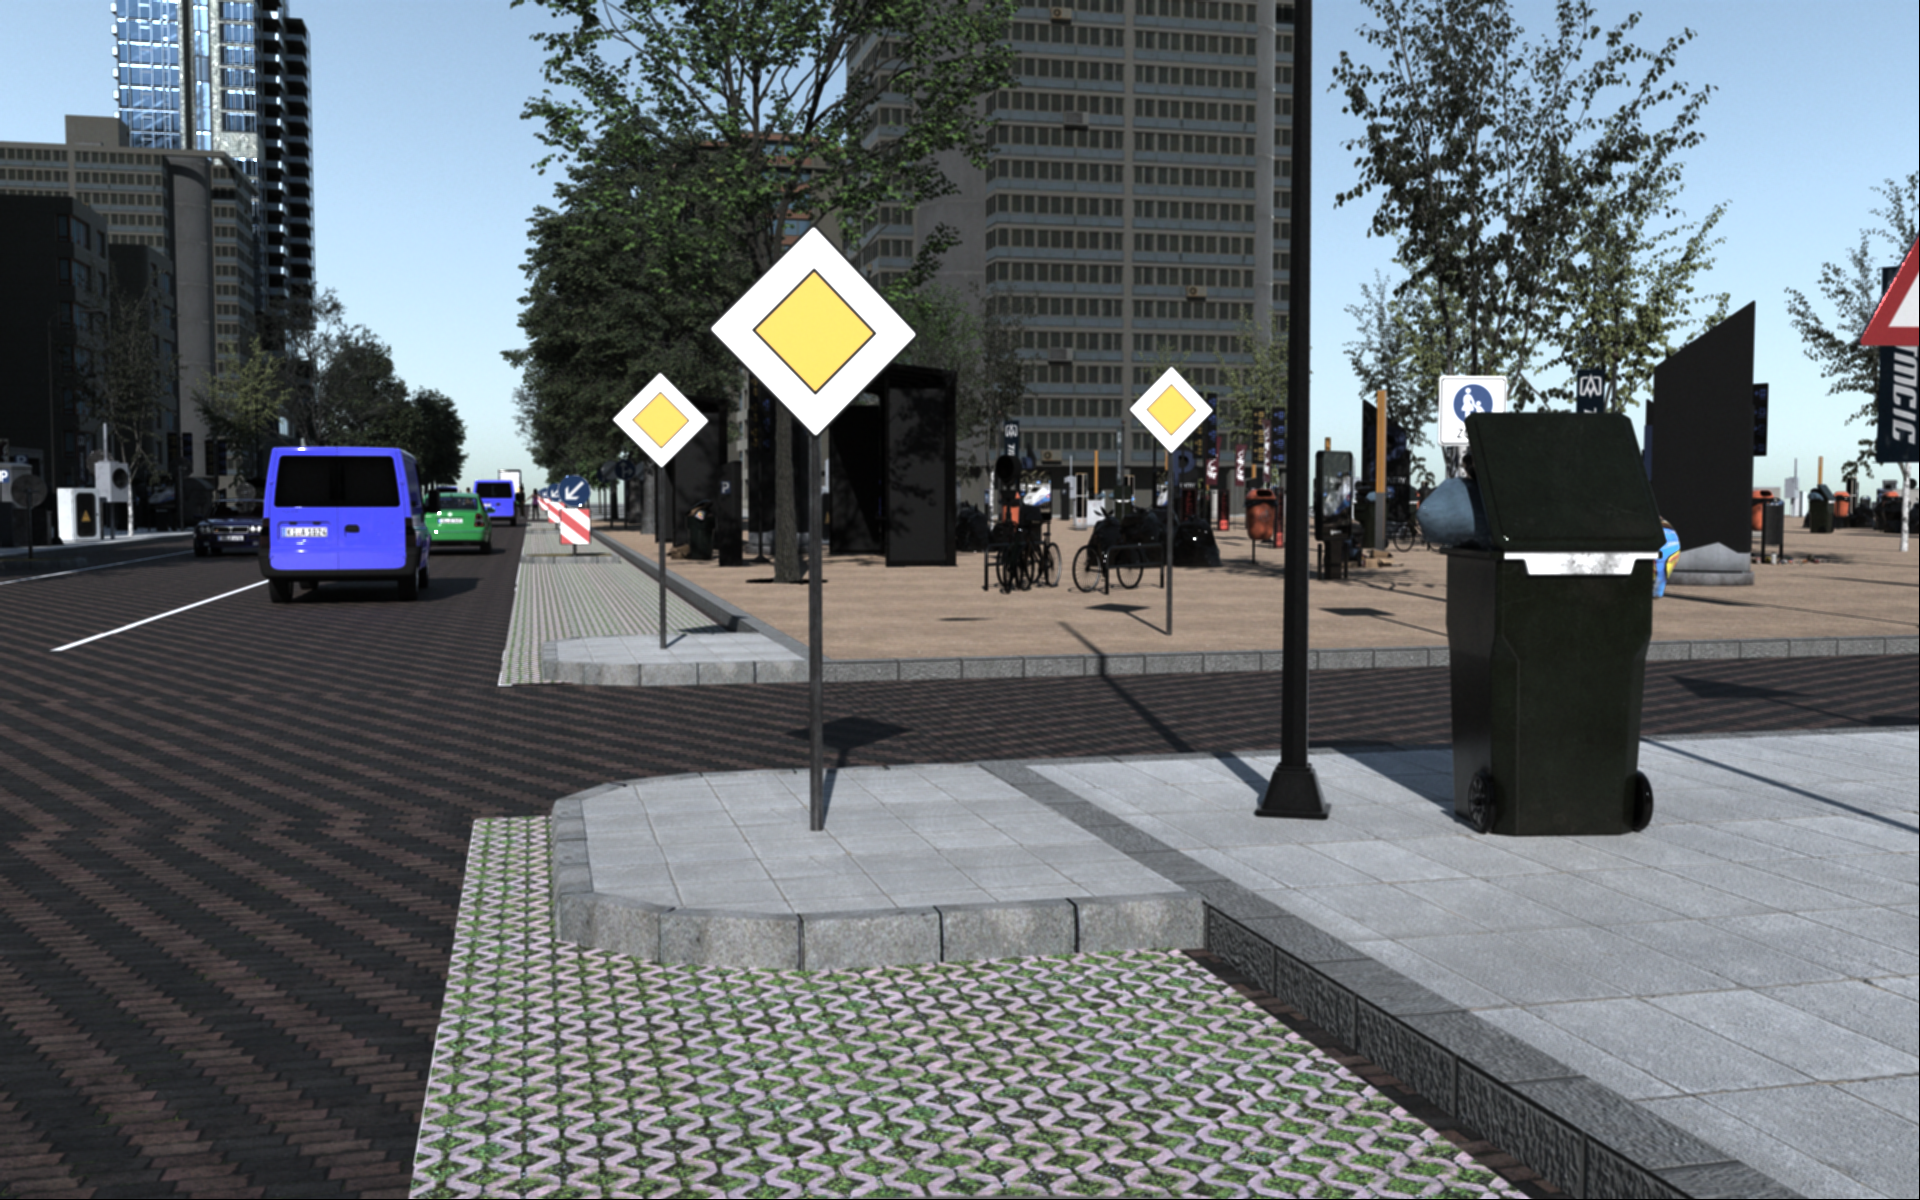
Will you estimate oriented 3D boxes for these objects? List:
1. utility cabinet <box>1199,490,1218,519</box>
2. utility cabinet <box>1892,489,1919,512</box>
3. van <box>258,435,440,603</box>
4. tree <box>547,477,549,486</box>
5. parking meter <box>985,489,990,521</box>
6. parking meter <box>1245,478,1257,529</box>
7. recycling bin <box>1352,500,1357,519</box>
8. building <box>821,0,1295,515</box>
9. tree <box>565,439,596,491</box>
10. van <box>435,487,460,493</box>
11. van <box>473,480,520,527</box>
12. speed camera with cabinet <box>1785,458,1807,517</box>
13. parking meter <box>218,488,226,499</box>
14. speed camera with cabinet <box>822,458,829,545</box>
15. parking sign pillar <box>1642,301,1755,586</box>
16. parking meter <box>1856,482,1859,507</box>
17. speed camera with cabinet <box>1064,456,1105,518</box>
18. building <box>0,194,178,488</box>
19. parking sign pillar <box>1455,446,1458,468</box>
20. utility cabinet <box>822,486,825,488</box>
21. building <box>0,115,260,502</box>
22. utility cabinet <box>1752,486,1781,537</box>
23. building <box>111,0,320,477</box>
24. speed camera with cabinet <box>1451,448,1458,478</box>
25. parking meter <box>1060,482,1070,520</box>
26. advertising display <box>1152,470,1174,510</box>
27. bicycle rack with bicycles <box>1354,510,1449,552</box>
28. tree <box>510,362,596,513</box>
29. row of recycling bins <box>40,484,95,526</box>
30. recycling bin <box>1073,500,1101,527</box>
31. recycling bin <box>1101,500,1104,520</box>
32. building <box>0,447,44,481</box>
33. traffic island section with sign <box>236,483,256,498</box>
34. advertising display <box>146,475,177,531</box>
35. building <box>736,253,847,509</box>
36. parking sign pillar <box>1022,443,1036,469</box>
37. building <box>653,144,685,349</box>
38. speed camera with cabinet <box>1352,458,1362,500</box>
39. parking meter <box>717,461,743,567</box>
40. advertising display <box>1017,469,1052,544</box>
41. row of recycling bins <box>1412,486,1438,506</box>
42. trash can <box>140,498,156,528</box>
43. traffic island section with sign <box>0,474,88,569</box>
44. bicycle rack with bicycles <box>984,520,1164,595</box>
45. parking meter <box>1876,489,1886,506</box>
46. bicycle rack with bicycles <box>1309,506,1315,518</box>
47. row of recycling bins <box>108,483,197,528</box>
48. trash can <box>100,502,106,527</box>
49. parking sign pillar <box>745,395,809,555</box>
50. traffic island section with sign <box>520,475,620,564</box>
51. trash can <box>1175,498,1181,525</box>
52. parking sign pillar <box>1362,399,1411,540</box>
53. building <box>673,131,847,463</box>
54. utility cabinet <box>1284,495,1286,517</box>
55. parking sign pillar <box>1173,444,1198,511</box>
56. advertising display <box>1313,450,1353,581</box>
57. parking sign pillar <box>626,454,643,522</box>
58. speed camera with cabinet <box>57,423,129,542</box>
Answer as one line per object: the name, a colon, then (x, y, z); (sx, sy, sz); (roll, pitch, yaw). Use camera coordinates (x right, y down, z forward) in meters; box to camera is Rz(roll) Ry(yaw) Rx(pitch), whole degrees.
utility cabinet: (12.786, -4.930, 89.285); (0.318, 1.500, 1.173); (-2, 4, -32)
utility cabinet: (41.770, -4.138, 76.341); (1.173, 1.500, 0.318); (3, 5, 42)
van: (-8.605, -1.236, 24.593); (2.240, 2.365, 5.245); (-1, 4, -15)
tree: (-45.671, -13.136, 198.484); (4.285, 4.588, 4.351); (0, 3, 0)
parking meter: (1.356, -4.498, 81.946); (0.372, 1.533, 0.369); (0, 3, 0)
parking meter: (10.600, -3.508, 63.072); (0.399, 1.863, 0.255); (-1, 4, -21)
recycling bin: (16.310, -3.608, 71.542); (0.722, 1.027, 0.722); (-1, 4, -10)
building: (5.639, -25.873, 114.901); (32.217, 40.220, 23.993); (-1, 4, -14)
tree: (-33.307, -12.391, 152.954); (4.360, 8.622, 3.978); (0, 3, 0)
van: (-41.193, -8.240, 139.116); (2.240, 2.365, 5.245); (-1, 4, -13)
van: (-20.813, -4.466, 77.410); (2.240, 2.365, 5.245); (-1, 4, -15)
speed camera with cabinet: (46.474, -6.236, 96.288); (0.660, 3.252, 2.038); (3, 5, 43)
parking meter: (-31.633, -4.026, 74.229); (0.372, 1.533, 0.369); (0, 3, 0)
speed camera with cabinet: (-3.367, -3.049, 44.189); (0.660, 3.252, 2.038); (1, 4, 23)
parking sign pillar: (10.589, -2.215, 24.695); (1.447, 3.967, 1.447); (2, 4, 31)
parking meter: (43.521, -4.809, 84.344); (0.399, 1.863, 0.255); (-2, 4, -35)
speed camera with cabinet: (6.418, -5.798, 89.138); (2.038, 3.252, 0.660); (1, 4, 20)
building: (-68.395, -16.308, 111.682); (27.650, 21.520, 28.899); (-1, 4, -14)
parking sign pillar: (21.678, -5.222, 73.844); (1.447, 3.967, 1.447); (-1, 4, -9)
utility cabinet: (-3.744, -2.342, 46.964); (1.173, 1.500, 0.318); (-2, 4, -24)
building: (-88.482, -30.031, 182.889); (32.217, 40.220, 23.993); (-1, 4, -14)
utility cabinet: (23.302, -2.565, 50.612); (1.173, 1.500, 0.318); (2, 4, 30)
building: (-89.526, -54.851, 209.485); (22.319, 86.520, 31.000); (-1, 4, -14)
speed camera with cabinet: (18.136, -4.138, 61.999); (0.660, 3.252, 2.038); (-1, 4, -10)
parking meter: (5.141, -4.835, 84.765); (0.399, 1.863, 0.255); (2, 4, 31)
advertising display: (5.488, -2.542, 46.771); (0.123, 1.923, 0.974); (3, 4, 37)
bicycle rack with bicycles: (10.740, -1.513, 38.112); (2.925, 0.926, 2.852); (-3, 4, -38)
tree: (-26.120, -12.768, 119.122); (12.009, 13.543, 11.850); (0, 3, 0)
row of recycling bins: (-35.745, -3.778, 68.885); (3.534, 1.692, 1.069); (0, 4, 7)
recycling bin: (4.931, -3.397, 68.087); (0.722, 1.027, 0.722); (-2, 4, -28)
recycling bin: (5.792, -3.754, 73.935); (0.722, 1.027, 0.722); (0, 4, 3)
building: (-59.461, -39.673, 86.909); (20.563, 71.187, 20.611); (-1, 4, -14)
traffic island section with sign: (-24.753, -3.144, 60.035); (1.989, 1.847, 2.006); (-1, 4, -14)
advertising display: (-27.525, -3.333, 59.716); (0.974, 1.923, 0.123); (-1, 4, -10)
building: (-2.652, -18.078, 140.619); (27.650, 21.520, 28.899); (-1, 4, -14)
parking sign pillar: (3.614, -6.244, 90.565); (1.447, 3.967, 1.447); (-1, 4, -13)
building: (-30.784, -37.536, 237.414); (21.300, 48.544, 21.600); (-1, 4, -14)
speed camera with cabinet: (21.010, -6.124, 94.471); (2.038, 3.252, 0.660); (-1, 4, -21)
parking meter: (-4.071, -1.525, 30.638); (0.399, 1.863, 0.255); (2, 4, 33)
advertising display: (1.902, -2.386, 44.231); (0.974, 1.923, 0.123); (-2, 4, -28)
row of recycling bins: (24.513, -5.241, 92.796); (3.534, 1.692, 1.069); (-1, 4, -20)
trash can: (-30.748, -3.313, 65.818); (0.748, 1.137, 0.748); (0, 3, 0)
traffic island section with sign: (-18.281, -1.544, 33.865); (1.989, 1.847, 2.006); (-1, 4, -14)
bicycle rack with bicycles: (1.357, -0.601, 23.201); (2.852, 0.926, 2.925); (2, 4, 31)
parking meter: (42.634, -4.389, 80.171); (0.372, 1.533, 0.369); (0, 3, 0)
bicycle rack with bicycles: (19.616, -4.801, 91.878); (2.852, 0.926, 2.925); (-3, 5, -40)
row of recycling bins: (-31.163, -3.680, 67.284); (3.534, 1.692, 1.069); (-2, 4, -25)
trash can: (-33.559, -3.409, 67.393); (0.748, 1.137, 0.748); (0, 3, 0)
parking sign pillar: (-3.900, -2.983, 37.241); (1.447, 3.967, 1.447); (2, 4, 25)
traffic island section with sign: (-8.195, -1.690, 36.266); (1.989, 1.847, 2.006); (-1, 4, -14)
trash can: (7.600, -2.889, 58.881); (0.748, 1.137, 0.748); (0, 3, 0)
parking sign pillar: (12.144, -3.725, 49.371); (1.447, 3.967, 1.447); (-1, 4, -10)
building: (-23.545, -34.169, 213.293); (22.147, 44.769, 28.867); (-1, 4, -14)
utility cabinet: (18.645, -5.253, 97.048); (1.020, 1.237, 0.306); (1, 4, 23)
parking sign pillar: (9.885, -5.404, 76.831); (1.447, 3.967, 1.447); (-1, 4, -9)
advertising display: (5.609, -1.271, 25.995); (0.123, 1.923, 0.974); (3, 5, 39)
parking sign pillar: (-14.844, -5.630, 80.530); (1.447, 3.967, 1.447); (-2, 4, -28)
speed camera with cabinet: (-23.851, -3.260, 47.641); (0.660, 3.252, 2.038); (1, 4, 18)
